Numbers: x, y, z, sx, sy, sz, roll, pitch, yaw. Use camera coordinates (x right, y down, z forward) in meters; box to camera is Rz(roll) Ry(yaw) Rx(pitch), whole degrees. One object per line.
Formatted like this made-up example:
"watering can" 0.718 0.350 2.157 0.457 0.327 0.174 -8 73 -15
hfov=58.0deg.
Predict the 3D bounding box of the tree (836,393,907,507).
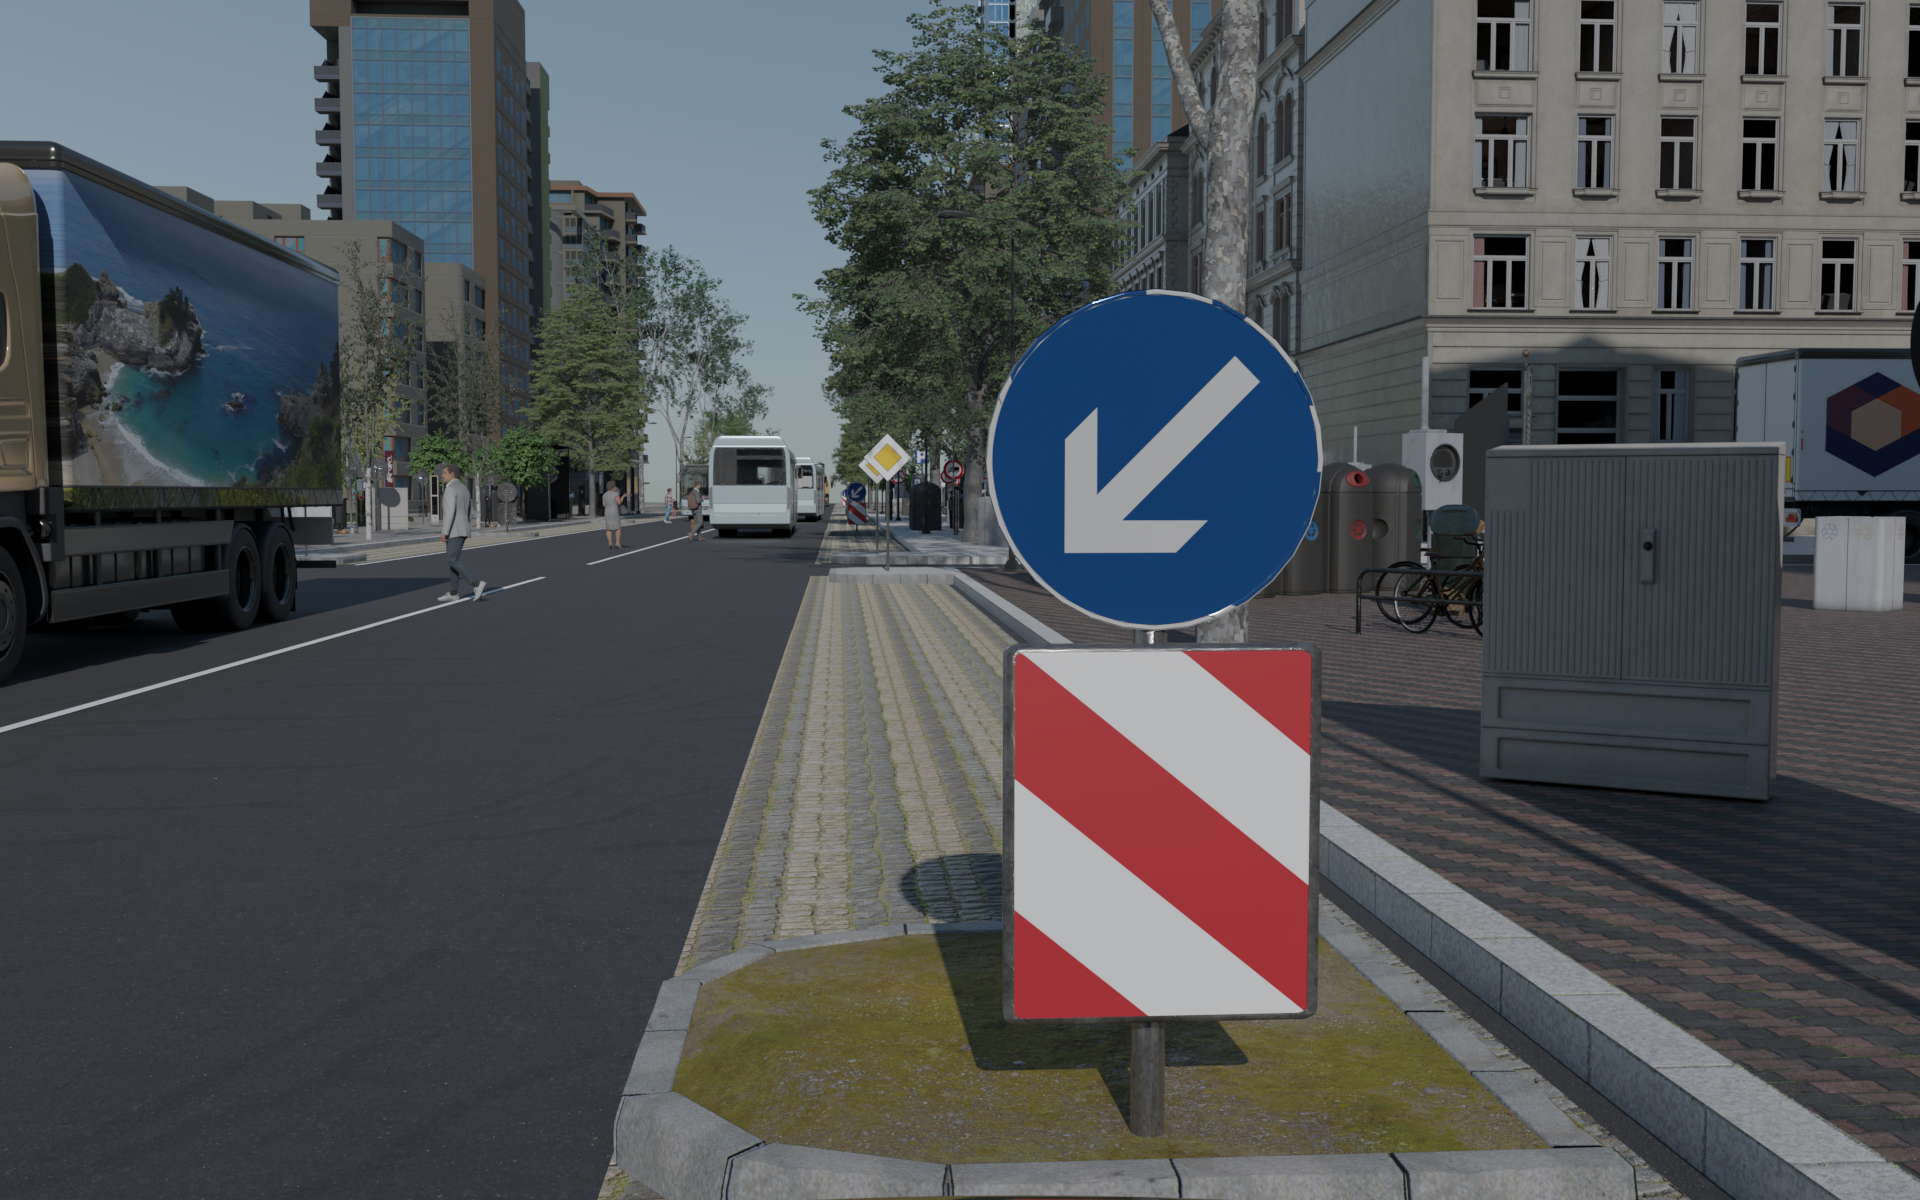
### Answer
"tree" -8.529 -15.446 170.664 7.486 12.596 7.792 0 3 0

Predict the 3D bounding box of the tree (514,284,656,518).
"tree" -20.363 -10.772 94.256 7.486 12.596 7.792 0 3 0

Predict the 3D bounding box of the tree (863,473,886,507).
"tree" -8.310 -11.852 177.486 4.285 4.588 4.351 0 3 0

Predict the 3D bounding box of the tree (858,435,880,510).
"tree" -6.544 -11.696 141.592 4.737 8.622 4.395 0 3 0

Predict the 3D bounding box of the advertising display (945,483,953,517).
"advertising display" -0.596 -5.546 95.889 0.123 1.923 0.974 1 4 23

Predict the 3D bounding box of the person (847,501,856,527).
"person" -4.608 -3.754 74.127 0.590 1.304 0.306 3 5 44

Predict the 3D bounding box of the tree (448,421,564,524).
"tree" -19.026 -5.624 75.662 4.285 4.588 4.351 0 3 0

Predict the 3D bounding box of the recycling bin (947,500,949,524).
"recycling bin" -0.096 -3.733 73.595 0.722 1.027 0.722 -1 4 -23

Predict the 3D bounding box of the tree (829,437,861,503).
"tree" -14.782 -20.597 253.769 9.611 12.733 9.660 0 3 0

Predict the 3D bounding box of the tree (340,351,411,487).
"tree" -30.031 -8.423 88.080 4.737 8.622 4.395 0 3 0

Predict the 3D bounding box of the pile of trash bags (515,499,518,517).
"pile of trash bags" -24.217 -5.393 97.929 1.912 1.369 3.447 -1 4 -14

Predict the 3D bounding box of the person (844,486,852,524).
"person" -5.265 -4.526 82.603 0.391 1.810 0.635 -2 4 -24

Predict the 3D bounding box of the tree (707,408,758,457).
"tree" -29.585 -18.988 228.574 7.486 12.596 7.792 0 3 0

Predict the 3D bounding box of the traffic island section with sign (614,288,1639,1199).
"traffic island section with sign" 0.225 0.274 4.145 1.989 1.847 2.006 0 4 -4

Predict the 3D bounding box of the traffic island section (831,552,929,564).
"traffic island section" -1.736 -0.888 36.802 2.009 0.180 2.903 0 4 -4

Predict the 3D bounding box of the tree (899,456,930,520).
"tree" -2.360 -5.667 87.255 1.663 3.219 1.824 0 3 0

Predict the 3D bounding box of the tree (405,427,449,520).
"tree" -25.428 -6.187 84.875 4.285 4.588 4.351 0 3 0

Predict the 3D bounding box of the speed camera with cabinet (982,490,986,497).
"speed camera with cabinet" 1.319 -4.441 66.951 2.038 3.252 0.660 3 4 37

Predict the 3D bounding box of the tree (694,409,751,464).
"tree" -29.044 -17.472 211.428 9.928 11.665 9.643 0 3 0

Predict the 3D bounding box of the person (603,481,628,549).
"person" -8.906 -2.211 45.004 0.716 1.782 0.532 2 4 26

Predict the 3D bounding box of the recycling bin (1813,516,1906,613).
"recycling bin" 9.956 -0.405 19.183 0.722 1.027 0.722 -3 5 -43

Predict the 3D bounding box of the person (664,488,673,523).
"person" -14.418 -4.659 85.514 0.643 1.720 0.563 -3 4 -36

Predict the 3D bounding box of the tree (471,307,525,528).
"tree" -18.078 -6.973 64.365 4.360 8.622 3.978 0 3 0

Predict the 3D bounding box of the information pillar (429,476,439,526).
"information pillar" -20.881 -3.932 68.776 0.304 2.012 0.304 -2 4 -25

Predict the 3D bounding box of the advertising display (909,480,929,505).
"advertising display" -1.923 -4.652 81.274 0.974 1.923 0.123 -2 4 -28

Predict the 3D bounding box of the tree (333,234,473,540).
"tree" -16.883 -6.011 48.644 4.360 8.622 3.978 0 3 0

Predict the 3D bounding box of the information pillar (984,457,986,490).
"information pillar" 1.251 -5.576 82.522 0.183 3.616 0.504 -1 4 -14

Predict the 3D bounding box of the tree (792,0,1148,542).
"tree" 0.461 -8.513 45.837 9.857 13.997 8.962 0 3 0

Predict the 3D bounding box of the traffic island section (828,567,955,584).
"traffic island section" -1.179 -0.401 28.836 2.009 0.180 2.903 0 4 -4

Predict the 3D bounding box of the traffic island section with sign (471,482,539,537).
"traffic island section with sign" -15.149 -3.008 57.802 1.989 1.847 2.006 0 4 -4

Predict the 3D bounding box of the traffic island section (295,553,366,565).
"traffic island section" -13.599 -0.838 35.979 2.009 0.180 2.903 0 4 -4

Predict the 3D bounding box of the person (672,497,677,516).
"person" -18.698 -6.157 112.348 0.628 1.438 0.799 1 4 8

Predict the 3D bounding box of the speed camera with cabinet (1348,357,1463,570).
"speed camera with cabinet" 6.163 -1.850 24.583 2.038 3.252 0.660 -2 4 -25

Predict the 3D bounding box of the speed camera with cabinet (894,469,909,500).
"speed camera with cabinet" -2.610 -6.074 93.639 2.038 3.252 0.660 3 4 37

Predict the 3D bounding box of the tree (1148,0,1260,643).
"tree" 3.289 -9.675 14.082 12.611 20.169 13.585 0 3 0

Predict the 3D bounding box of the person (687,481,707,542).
"person" -7.982 -2.683 52.333 0.822 1.834 0.622 -3 5 -44

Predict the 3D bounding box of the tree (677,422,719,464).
"tree" -25.677 -13.530 171.575 4.737 8.622 4.395 0 3 0

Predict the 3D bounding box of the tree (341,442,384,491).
"tree" -35.612 -7.258 102.375 4.285 4.588 4.351 0 3 0

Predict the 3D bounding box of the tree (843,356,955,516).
"tree" -3.432 -10.765 101.756 9.928 11.665 9.643 0 3 0

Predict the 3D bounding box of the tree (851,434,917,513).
"tree" -4.491 -10.040 114.517 4.360 8.622 3.978 0 3 0

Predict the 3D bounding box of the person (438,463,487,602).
"person" -6.659 -0.905 23.147 0.795 1.843 0.661 1 4 11

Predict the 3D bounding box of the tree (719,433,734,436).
"tree" -27.767 -15.593 205.302 4.360 8.622 3.978 0 3 0
